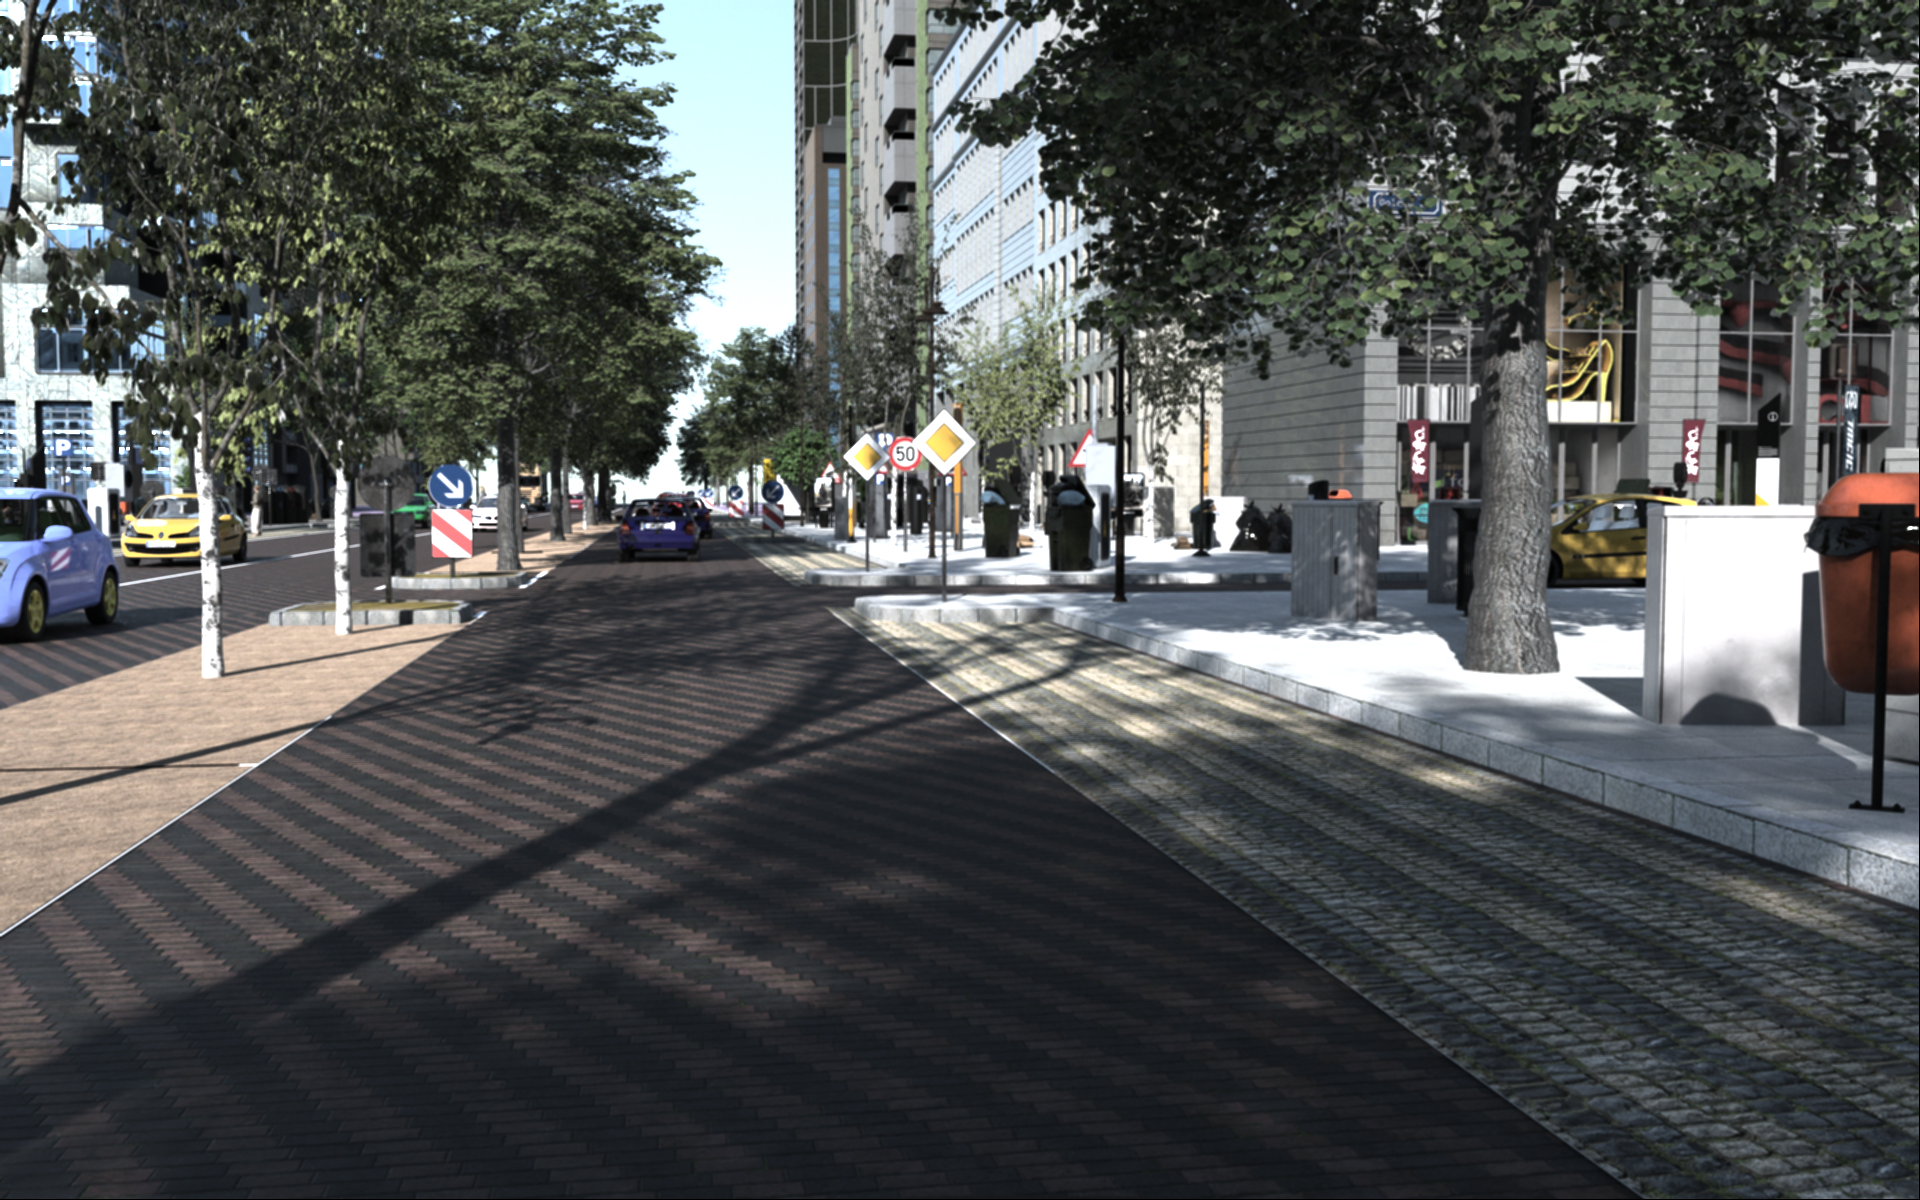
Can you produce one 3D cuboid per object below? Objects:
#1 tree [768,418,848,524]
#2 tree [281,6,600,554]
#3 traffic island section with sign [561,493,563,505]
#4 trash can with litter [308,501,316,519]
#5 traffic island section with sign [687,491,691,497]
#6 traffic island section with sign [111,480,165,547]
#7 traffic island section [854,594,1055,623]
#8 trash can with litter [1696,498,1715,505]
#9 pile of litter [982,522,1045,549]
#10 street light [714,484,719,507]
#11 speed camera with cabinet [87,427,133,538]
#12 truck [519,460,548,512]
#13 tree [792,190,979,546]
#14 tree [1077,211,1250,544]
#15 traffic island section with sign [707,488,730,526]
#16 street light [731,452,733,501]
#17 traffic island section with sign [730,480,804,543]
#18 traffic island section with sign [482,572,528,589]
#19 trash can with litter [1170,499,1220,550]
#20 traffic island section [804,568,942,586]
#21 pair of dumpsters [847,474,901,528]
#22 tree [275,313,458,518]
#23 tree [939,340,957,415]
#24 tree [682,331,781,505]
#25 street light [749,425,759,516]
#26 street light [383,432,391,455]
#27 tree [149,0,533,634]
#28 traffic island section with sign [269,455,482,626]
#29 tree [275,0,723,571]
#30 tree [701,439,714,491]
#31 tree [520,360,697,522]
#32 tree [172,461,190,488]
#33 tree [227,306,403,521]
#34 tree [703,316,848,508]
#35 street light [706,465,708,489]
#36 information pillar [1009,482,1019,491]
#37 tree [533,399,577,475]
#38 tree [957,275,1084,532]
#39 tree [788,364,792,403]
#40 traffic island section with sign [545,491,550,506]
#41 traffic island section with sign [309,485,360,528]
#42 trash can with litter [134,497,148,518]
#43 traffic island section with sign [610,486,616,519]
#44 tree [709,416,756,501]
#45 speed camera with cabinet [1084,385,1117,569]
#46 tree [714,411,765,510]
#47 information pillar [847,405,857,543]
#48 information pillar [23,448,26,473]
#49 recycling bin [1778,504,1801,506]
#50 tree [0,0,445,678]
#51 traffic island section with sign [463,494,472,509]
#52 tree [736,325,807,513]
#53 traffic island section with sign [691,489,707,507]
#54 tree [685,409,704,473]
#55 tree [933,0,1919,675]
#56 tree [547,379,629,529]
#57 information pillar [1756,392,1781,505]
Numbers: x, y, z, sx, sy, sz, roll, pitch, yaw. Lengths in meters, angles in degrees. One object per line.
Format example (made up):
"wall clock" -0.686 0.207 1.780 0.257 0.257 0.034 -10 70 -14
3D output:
"tree" -6.581 -5.590 75.111 4.285 4.588 4.351 0 3 0
"tree" -10.766 -7.876 41.602 12.009 13.543 11.850 0 3 0
"traffic island section with sign" -53.511 -13.645 231.723 1.989 1.847 2.006 -1 4 -10
"trash can with litter" -32.958 -4.657 87.526 1.055 1.170 0.624 -3 5 -42
"traffic island section with sign" -23.045 -8.859 153.476 1.989 1.847 2.006 -1 4 -10
"traffic island section with sign" -22.287 -2.384 47.604 1.989 1.847 2.006 -1 4 -10
"traffic island section" -0.168 0.102 20.614 2.009 0.180 2.903 -1 4 -10
"trash can with litter" 14.285 -1.398 33.915 2.233 1.210 1.678 -3 4 -36
"pile of litter" 1.243 -1.664 41.168 1.719 0.858 1.176 -1 4 -23
"street light" -27.098 -13.381 191.563 0.468 5.910 1.993 -1 4 -10
"speed camera with cabinet" -24.883 -3.449 50.733 0.660 3.252 2.038 0 4 -6
"truck" -35.548 -9.416 142.867 2.839 4.237 11.283 -1 4 -11
"tree" -1.616 -5.651 42.761 4.360 8.622 3.978 0 3 0
"tree" 5.164 -5.755 44.451 4.360 8.622 3.978 0 3 0
"traffic island section with sign" -10.175 -4.218 77.587 1.989 1.847 2.006 -1 4 -10
"street light" -18.870 -10.408 142.960 0.468 5.910 1.993 -1 4 -10
"traffic island section with sign" -5.661 -2.592 51.011 1.989 1.847 2.006 -1 4 -10
"traffic island section with sign" -7.863 -1.158 27.070 2.006 1.907 1.989 -1 4 -10
"trash can with litter" 5.452 -1.762 40.193 1.055 1.170 0.624 -1 4 -22
"traffic island section" -1.503 -0.380 28.487 2.009 0.180 2.903 -1 4 -10
"pair of dumpsters" -3.224 -3.816 64.878 1.574 2.255 4.437 -1 4 -10
"tree" -33.247 -10.303 94.216 9.928 11.665 9.643 0 3 0
"tree" 1.198 -7.436 71.943 4.737 8.622 4.395 0 3 0
"tree" -26.792 -21.038 199.866 12.611 20.169 13.585 0 3 0
"street light" -13.163 -8.344 109.217 0.468 5.910 1.993 -1 4 -10
"street light" -33.414 -7.833 100.861 0.468 5.910 1.993 -1 4 -10
"tree" -6.351 -3.962 17.604 4.737 8.622 4.395 0 3 0
"traffic island section with sign" -6.635 -0.711 19.765 2.006 1.907 1.989 -1 4 -10
"tree" -8.229 -6.781 31.448 7.486 12.596 7.792 0 3 0
"tree" -25.631 -14.412 185.993 4.737 8.622 4.395 0 3 0
"tree" -18.222 -10.301 87.885 9.611 12.733 9.660 0 3 0
"tree" -41.530 -6.030 93.197 1.663 3.219 1.824 0 3 0
"tree" -30.264 -8.972 81.105 7.601 10.594 8.767 3 5 44
"tree" -9.250 -9.540 90.390 7.601 10.594 8.767 -1 4 -10
"street light" -32.940 -15.483 225.941 0.468 5.910 1.993 -1 4 -10
"information pillar" 1.983 -3.613 63.568 0.304 2.012 0.304 -2 4 -25
"tree" -16.618 -10.298 77.482 9.857 13.997 8.962 0 3 0
"tree" 2.370 -6.615 58.525 4.737 8.622 4.395 0 3 0
"tree" -3.834 -6.541 57.306 4.360 8.622 3.978 0 3 0
"traffic island section with sign" -48.932 -11.998 204.795 1.989 1.847 2.006 -1 4 -10
"traffic island section with sign" -26.882 -4.039 74.670 1.989 1.847 2.006 -1 4 -10
"trash can with litter" -29.788 -3.163 63.108 0.624 1.170 1.055 -1 4 -15
"traffic island section with sign" -20.431 -5.689 101.154 2.006 1.907 1.989 -1 4 -10
"tree" -19.248 -12.043 147.259 4.360 8.622 3.978 0 3 0
"speed camera with cabinet" 2.423 -2.225 30.715 0.660 3.252 2.038 1 4 17
"tree" -16.477 -11.289 134.939 4.737 8.622 4.395 0 3 0
"information pillar" -2.849 -3.333 45.852 0.183 3.616 0.504 1 4 11
"information pillar" -47.819 -5.945 88.557 0.183 3.616 0.504 -2 4 -30
"recycling bin" 19.712 -1.785 41.743 0.722 1.027 0.722 -2 4 -29
"tree" -5.759 -3.681 12.998 4.360 8.622 3.978 0 3 0
"traffic island section with sign" -35.298 -7.073 124.268 1.989 1.847 2.006 -1 4 -10
"tree" -13.658 -12.125 116.373 7.486 12.596 7.792 0 3 0
"traffic island section with sign" -18.460 -7.207 126.462 1.989 1.847 2.006 -1 4 -10
"tree" -21.817 -13.974 162.890 8.767 10.594 7.601 0 4 -1
"tree" 3.913 -6.458 12.250 9.857 13.997 8.962 0 3 0
"tree" -15.100 -7.140 69.551 4.360 8.622 3.978 0 3 0
"information pillar" 18.739 -2.984 40.143 0.504 3.616 0.183 3 4 38
